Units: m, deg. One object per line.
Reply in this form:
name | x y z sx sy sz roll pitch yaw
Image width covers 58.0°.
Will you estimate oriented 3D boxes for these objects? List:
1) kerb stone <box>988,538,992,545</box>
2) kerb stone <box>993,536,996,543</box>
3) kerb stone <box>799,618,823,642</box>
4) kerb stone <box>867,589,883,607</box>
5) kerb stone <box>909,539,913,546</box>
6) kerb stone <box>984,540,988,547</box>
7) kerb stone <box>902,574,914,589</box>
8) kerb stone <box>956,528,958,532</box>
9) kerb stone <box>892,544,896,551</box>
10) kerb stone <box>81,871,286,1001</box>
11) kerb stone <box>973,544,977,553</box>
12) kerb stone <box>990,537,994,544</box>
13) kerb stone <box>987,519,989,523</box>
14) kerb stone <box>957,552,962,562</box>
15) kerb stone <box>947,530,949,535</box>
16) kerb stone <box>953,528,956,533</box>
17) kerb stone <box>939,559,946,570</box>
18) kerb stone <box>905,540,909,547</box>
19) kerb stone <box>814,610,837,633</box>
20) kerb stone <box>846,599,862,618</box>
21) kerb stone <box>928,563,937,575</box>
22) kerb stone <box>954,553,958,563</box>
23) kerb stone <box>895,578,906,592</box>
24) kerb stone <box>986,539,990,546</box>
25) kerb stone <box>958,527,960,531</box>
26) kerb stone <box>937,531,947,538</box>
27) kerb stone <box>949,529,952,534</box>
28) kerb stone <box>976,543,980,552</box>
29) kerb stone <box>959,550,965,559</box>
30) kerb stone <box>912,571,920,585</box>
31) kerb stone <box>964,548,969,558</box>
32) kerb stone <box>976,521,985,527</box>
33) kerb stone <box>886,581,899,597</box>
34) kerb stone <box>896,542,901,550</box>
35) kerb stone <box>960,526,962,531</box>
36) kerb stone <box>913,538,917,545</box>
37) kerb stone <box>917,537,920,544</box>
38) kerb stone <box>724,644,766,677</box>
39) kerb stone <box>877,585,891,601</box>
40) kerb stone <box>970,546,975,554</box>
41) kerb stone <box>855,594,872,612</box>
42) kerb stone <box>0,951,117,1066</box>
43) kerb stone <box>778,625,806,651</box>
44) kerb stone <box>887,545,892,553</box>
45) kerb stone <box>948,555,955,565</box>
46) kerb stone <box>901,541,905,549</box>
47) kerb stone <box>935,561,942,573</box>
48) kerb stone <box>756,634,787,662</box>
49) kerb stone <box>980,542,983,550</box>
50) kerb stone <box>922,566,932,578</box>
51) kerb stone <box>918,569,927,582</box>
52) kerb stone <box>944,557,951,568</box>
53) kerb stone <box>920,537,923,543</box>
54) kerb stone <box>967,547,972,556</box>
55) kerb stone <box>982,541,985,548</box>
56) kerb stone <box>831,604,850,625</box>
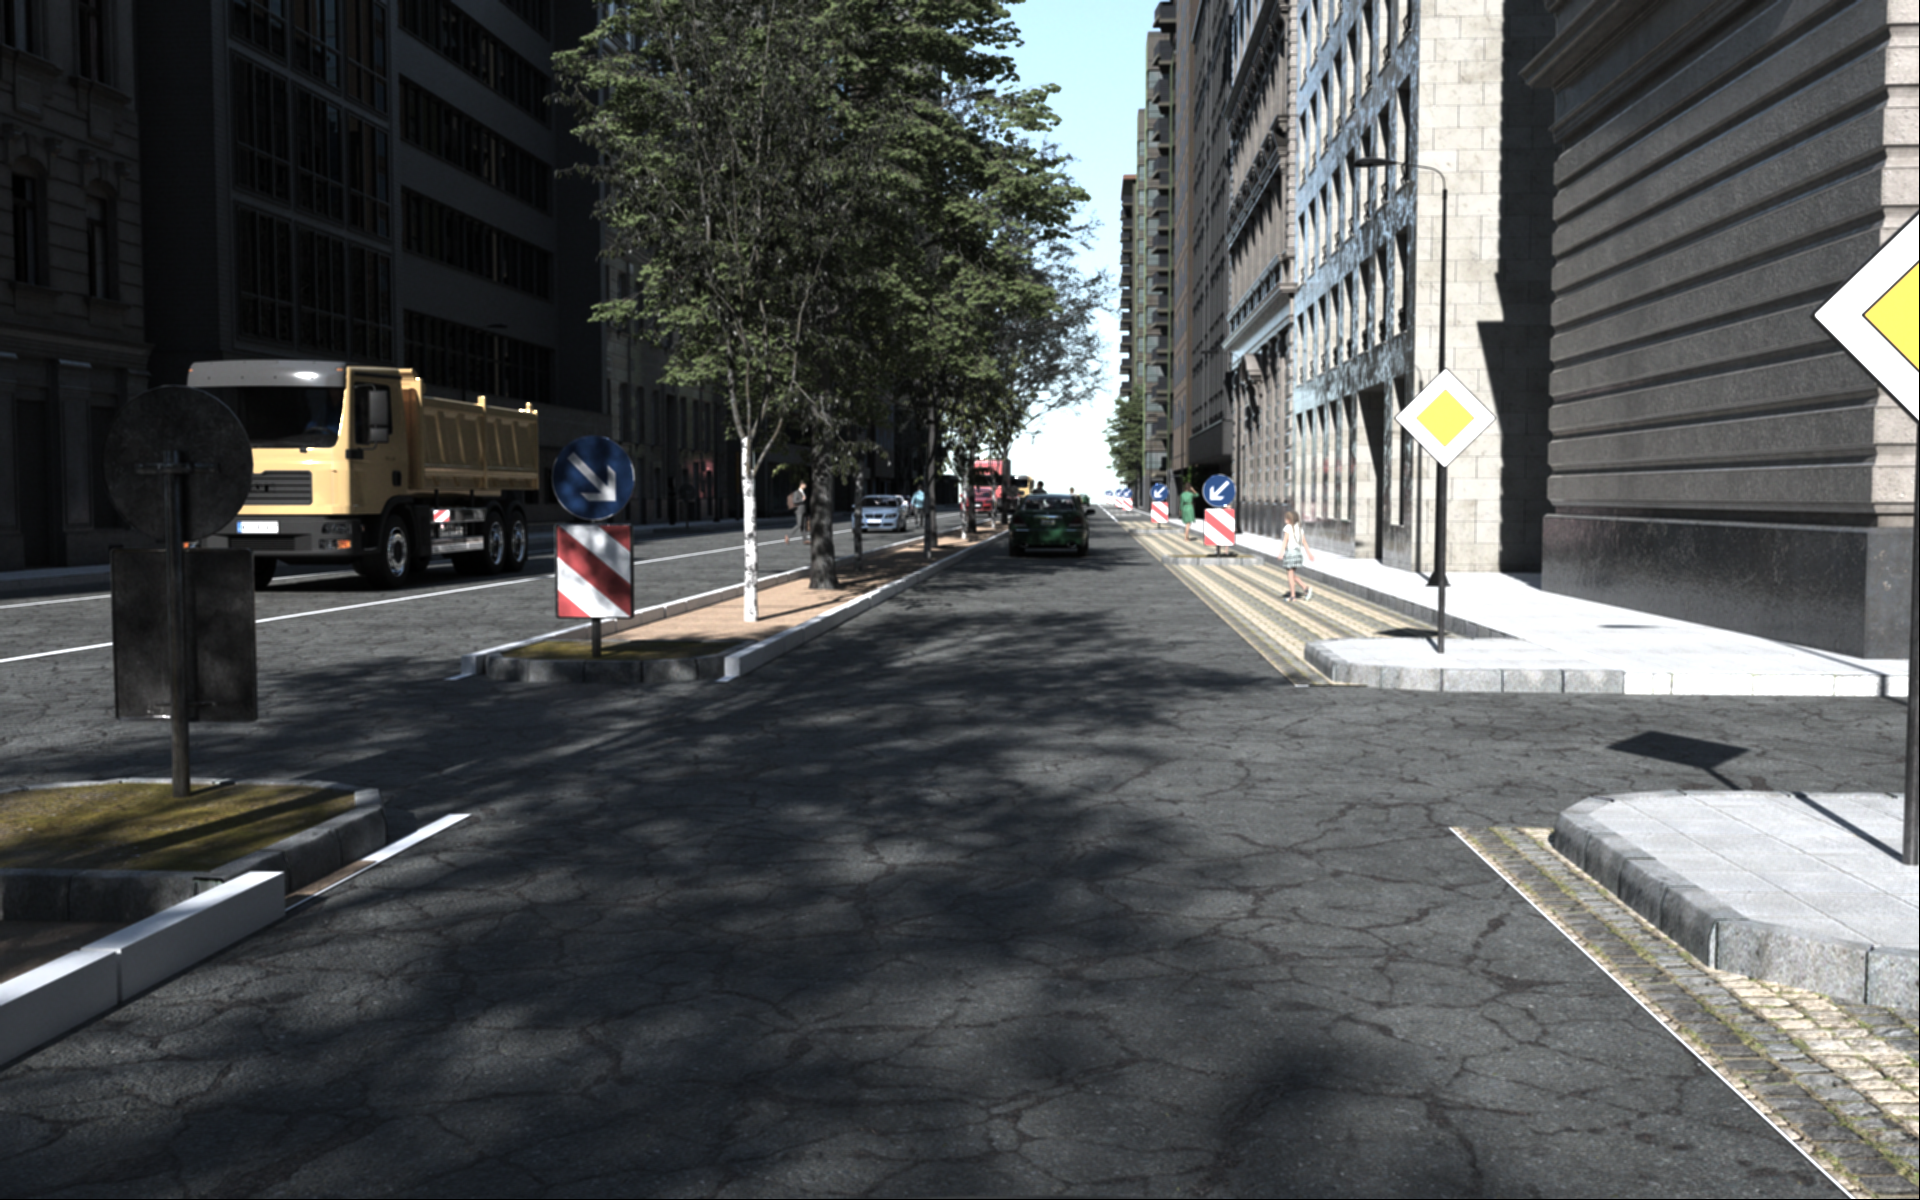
kerb stone | 0.719 -1.564 47.856 0.120 0.150 1.000 0 4 4
kerb stone | 0.867 -1.695 49.910 0.120 0.150 1.000 0 4 4
kerb stone | -1.523 0.312 17.164 0.120 0.150 1.000 0 4 4
kerb stone | -1.148 -0.006 22.290 0.120 0.150 1.000 0 4 4
kerb stone | -1.449 -1.514 46.957 0.120 0.150 1.000 0 4 4
kerb stone | 0.573 -1.444 45.811 0.120 0.150 1.000 0 4 4
kerb stone | -0.851 -0.252 26.375 0.120 0.150 1.000 0 4 4
kerb stone | -0.255 -2.512 63.315 0.120 0.150 1.000 0 4 4
kerb stone | -1.757 -1.265 42.875 0.120 0.150 1.000 0 4 4
kerb stone | -2.389 1.028 5.389 0.120 0.150 1.000 0 4 4
kerb stone | 0.268 -1.193 41.722 0.120 0.150 1.000 0 4 4
kerb stone | 0.795 -1.628 48.888 0.120 0.150 1.000 0 4 4
kerb stone | 1.164 -3.703 82.745 0.120 0.150 1.000 0 4 4
kerb stone | -0.105 -0.873 36.608 0.120 0.150 1.000 0 4 4
kerb stone | -0.559 -2.263 59.217 0.120 0.150 1.000 0 4 4
kerb stone | -0.328 -2.452 62.290 0.120 0.150 1.000 0 4 4
kerb stone | -0.407 -0.630 32.517 0.120 0.150 1.000 0 4 4
kerb stone | -1.534 -1.452 45.933 0.120 0.150 1.000 0 4 4
kerb stone | -1.448 0.245 18.183 0.120 0.150 1.000 0 4 4
kerb stone | -1.303 0.128 20.233 0.120 0.150 1.000 0 4 4
kerb stone | -0.554 -0.506 30.471 0.120 0.150 1.000 0 4 4
kerb stone | -0.180 -0.818 35.589 0.120 0.150 1.000 0 4 4
kerb stone | -0.933 -0.192 25.349 0.120 0.150 1.000 0 4 4
kerb stone | 0.645 -1.507 46.833 0.120 0.150 1.000 0 4 4
kerb stone | -0.191 -2.577 64.337 0.120 0.150 1.000 0 4 4
kerb stone | -0.633 -2.202 58.198 0.120 0.150 1.000 0 4 4
kerb stone | -0.481 -2.326 60.240 0.120 0.150 1.000 0 4 4
kerb stone | 0.344 -1.257 42.753 0.120 0.150 1.000 0 4 4
kerb stone | -0.036 -0.937 37.628 0.120 0.150 1.000 0 4 4
kerb stone | -0.782 -0.318 27.395 0.120 0.150 1.000 0 4 4
kerb stone | 0.046 -1.007 38.655 0.120 0.150 1.000 0 4 4
kerb stone | 0.941 -3.516 79.678 0.120 0.150 1.000 0 4 4
kerb stone | -1.010 -0.127 24.330 0.120 0.150 1.000 0 4 4
kerb stone | -1.680 -1.327 43.894 0.120 0.150 1.000 0 4 4
kerb stone | -0.105 -2.640 65.365 0.120 0.150 1.000 0 4 4
kerb stone | -1.375 -1.578 47.989 0.120 0.150 1.000 0 4 4
kerb stone | -1.309 -1.640 49.011 0.120 0.150 1.000 0 4 4
kerb stone | -1.753 0.496 14.093 0.120 0.150 1.000 0 4 4
kerb stone | -1.081 -0.068 23.309 0.120 0.150 1.000 0 4 4
kerb stone | 0.190 -1.132 40.703 0.120 0.150 1.000 0 4 4
kerb stone | -1.233 0.061 21.260 0.120 0.150 1.000 0 4 4
kerb stone | -2.463 1.090 4.368 0.120 0.150 1.000 0 4 4
kerb stone | -1.603 0.371 16.141 0.120 0.150 1.000 0 4 4
kerb stone | -1.828 -1.202 41.856 0.120 0.150 1.000 0 4 4
kerb stone | -0.255 -0.756 34.562 0.120 0.150 1.000 0 4 4
kerb stone | -1.612 -1.389 44.914 0.120 0.150 1.000 0 4 4
kerb stone | -0.481 -0.569 31.492 0.120 0.150 1.000 0 4 4
kerb stone | -1.681 0.436 15.116 0.120 0.150 1.000 0 4 4
kerb stone | 0.417 -1.316 43.773 0.120 0.150 1.000 0 4 4
kerb stone | -0.623 -0.443 29.438 0.120 0.150 1.000 0 4 4
kerb stone | -0.695 -0.377 28.419 0.120 0.150 1.000 0 4 4
kerb stone | -0.332 -0.694 33.543 0.120 0.150 1.000 0 4 4
kerb stone | -1.238 -1.702 50.031 0.120 0.150 1.000 0 4 4
kerb stone | 0.115 -1.067 39.677 0.120 0.150 1.000 0 4 4
kerb stone | 0.499 -1.382 44.791 0.120 0.150 1.000 0 4 4
kerb stone | -1.377 0.183 19.202 0.120 0.150 1.000 0 4 4
